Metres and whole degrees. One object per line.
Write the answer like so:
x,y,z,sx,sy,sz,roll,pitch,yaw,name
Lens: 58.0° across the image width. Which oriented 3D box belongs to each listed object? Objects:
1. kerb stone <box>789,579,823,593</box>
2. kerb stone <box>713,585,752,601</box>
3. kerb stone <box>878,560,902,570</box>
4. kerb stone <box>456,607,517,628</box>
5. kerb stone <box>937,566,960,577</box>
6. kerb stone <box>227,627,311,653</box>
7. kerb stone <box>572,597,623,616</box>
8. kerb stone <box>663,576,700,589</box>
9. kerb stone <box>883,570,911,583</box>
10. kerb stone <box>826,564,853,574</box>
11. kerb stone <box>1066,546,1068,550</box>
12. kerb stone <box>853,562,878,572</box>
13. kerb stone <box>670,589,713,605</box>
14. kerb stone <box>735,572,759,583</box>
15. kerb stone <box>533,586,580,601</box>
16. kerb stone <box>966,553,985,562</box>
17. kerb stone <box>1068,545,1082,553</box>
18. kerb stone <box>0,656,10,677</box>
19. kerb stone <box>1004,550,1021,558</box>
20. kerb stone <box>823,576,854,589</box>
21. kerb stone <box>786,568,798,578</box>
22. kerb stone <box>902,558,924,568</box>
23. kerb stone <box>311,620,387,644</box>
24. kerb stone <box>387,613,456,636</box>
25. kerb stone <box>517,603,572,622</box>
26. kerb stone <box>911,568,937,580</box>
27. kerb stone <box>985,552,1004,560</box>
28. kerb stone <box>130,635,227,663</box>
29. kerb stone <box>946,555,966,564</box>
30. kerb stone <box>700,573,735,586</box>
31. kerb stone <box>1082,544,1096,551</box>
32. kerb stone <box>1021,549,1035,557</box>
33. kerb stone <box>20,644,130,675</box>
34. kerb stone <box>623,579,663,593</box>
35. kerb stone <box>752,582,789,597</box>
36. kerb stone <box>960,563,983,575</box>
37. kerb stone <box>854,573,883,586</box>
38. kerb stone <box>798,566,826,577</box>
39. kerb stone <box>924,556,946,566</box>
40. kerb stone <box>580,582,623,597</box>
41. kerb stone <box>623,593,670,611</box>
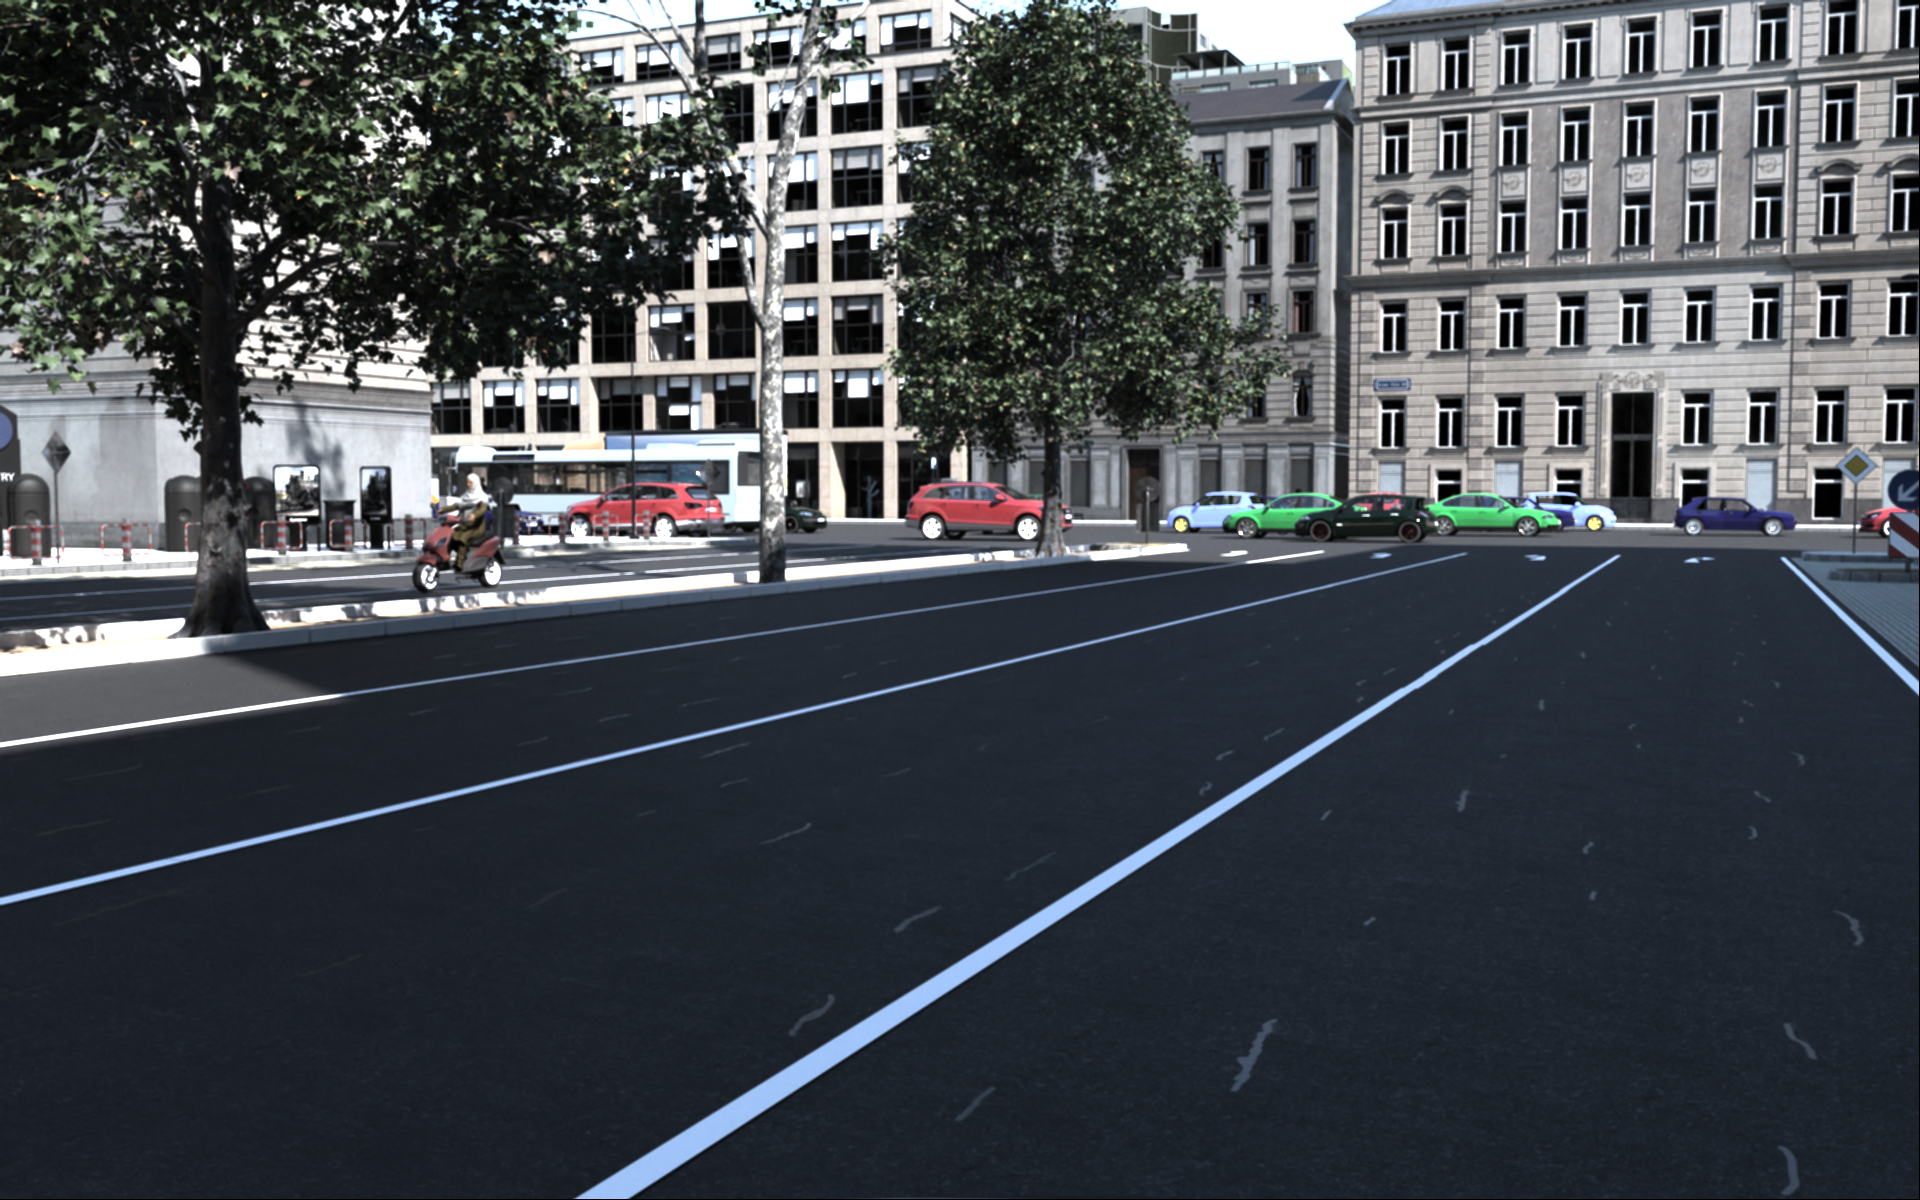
-2.353,-0.205,25.546,0.120,0.150,1.000,2,4,23,kerb stone
-3.179,-0.084,23.660,0.120,0.150,1.000,2,4,23,kerb stone
-1.423,-0.652,32.940,0.120,0.150,1.000,2,4,23,kerb stone
-5.243,0.199,18.942,0.120,0.150,1.000,2,4,23,kerb stone
-0.291,-0.488,30.284,0.120,0.150,1.000,2,4,23,kerb stone
-6.478,0.372,16.119,0.120,0.150,1.000,2,4,23,kerb stone
-4.418,0.091,20.825,0.120,0.150,1.000,2,4,23,kerb stone
-4.309,-0.251,26.335,0.120,0.150,1.000,2,4,23,kerb stone
-1.113,-0.378,28.385,0.120,0.150,1.000,2,4,23,kerb stone
-2.245,-0.538,31.056,0.120,0.150,1.000,2,4,23,kerb stone
2.297,-1.178,41.457,0.120,0.150,1.000,2,4,23,kerb stone
-1.828,-0.599,31.996,0.120,0.150,1.000,2,4,23,kerb stone
-3.590,-0.032,22.718,0.120,0.150,1.000,2,4,23,kerb stone
-3.478,-0.368,28.215,0.120,0.150,1.000,2,4,23,kerb stone
-5.540,-0.080,23.504,0.120,0.150,1.000,2,4,23,kerb stone
0.233,-0.888,36.734,0.120,0.150,1.000,2,4,23,kerb stone
2.706,-1.236,42.399,0.120,0.150,1.000,2,4,23,kerb stone
-7.718,0.545,13.282,0.120,0.150,1.000,2,4,23,kerb stone
1.058,-1.005,38.619,0.120,0.150,1.000,2,4,23,kerb stone
-1.942,-0.257,26.498,0.120,0.150,1.000,2,4,23,kerb stone
-3.071,-0.426,29.165,0.120,0.150,1.000,2,4,23,kerb stone
-1.008,-0.715,33.879,0.120,0.150,1.000,2,4,23,kerb stone
-6.064,0.318,17.059,0.120,0.150,1.000,2,4,23,kerb stone
-5.650,0.257,17.999,0.120,0.150,1.000,2,4,23,kerb stone
-4.838,0.141,19.886,0.120,0.150,1.000,2,4,23,kerb stone
-0.700,-0.436,29.332,0.120,0.150,1.000,2,4,23,kerb stone
0.651,-0.947,37.675,0.120,0.150,1.000,2,4,23,kerb stone
-6.886,0.430,15.169,0.120,0.150,1.000,2,4,23,kerb stone
-0.175,-0.831,35.786,0.120,0.150,1.000,2,4,23,kerb stone
-3.892,-0.311,27.275,0.120,0.150,1.000,2,4,23,kerb stone
3.116,-1.293,43.341,0.120,0.150,1.000,2,4,23,kerb stone
1.469,-1.062,39.565,0.120,0.150,1.000,2,4,23,kerb stone
-7.300,0.488,14.225,0.120,0.150,1.000,2,4,23,kerb stone
-4.721,-0.195,25.389,0.120,0.150,1.000,2,4,23,kerb stone
-2.768,-0.147,24.602,0.120,0.150,1.000,2,4,23,kerb stone
0.122,-0.547,31.228,0.120,0.150,1.000,2,4,23,kerb stone
-1.540,-0.321,27.443,0.120,0.150,1.000,2,4,23,kerb stone
-2.655,-0.484,30.104,0.120,0.150,1.000,2,4,23,kerb stone
-0.592,-0.773,34.836,0.120,0.150,1.000,2,4,23,kerb stone
-5.127,-0.138,24.445,0.120,0.150,1.000,2,4,23,kerb stone
-4.003,0.026,21.764,0.120,0.150,1.000,2,4,23,kerb stone
